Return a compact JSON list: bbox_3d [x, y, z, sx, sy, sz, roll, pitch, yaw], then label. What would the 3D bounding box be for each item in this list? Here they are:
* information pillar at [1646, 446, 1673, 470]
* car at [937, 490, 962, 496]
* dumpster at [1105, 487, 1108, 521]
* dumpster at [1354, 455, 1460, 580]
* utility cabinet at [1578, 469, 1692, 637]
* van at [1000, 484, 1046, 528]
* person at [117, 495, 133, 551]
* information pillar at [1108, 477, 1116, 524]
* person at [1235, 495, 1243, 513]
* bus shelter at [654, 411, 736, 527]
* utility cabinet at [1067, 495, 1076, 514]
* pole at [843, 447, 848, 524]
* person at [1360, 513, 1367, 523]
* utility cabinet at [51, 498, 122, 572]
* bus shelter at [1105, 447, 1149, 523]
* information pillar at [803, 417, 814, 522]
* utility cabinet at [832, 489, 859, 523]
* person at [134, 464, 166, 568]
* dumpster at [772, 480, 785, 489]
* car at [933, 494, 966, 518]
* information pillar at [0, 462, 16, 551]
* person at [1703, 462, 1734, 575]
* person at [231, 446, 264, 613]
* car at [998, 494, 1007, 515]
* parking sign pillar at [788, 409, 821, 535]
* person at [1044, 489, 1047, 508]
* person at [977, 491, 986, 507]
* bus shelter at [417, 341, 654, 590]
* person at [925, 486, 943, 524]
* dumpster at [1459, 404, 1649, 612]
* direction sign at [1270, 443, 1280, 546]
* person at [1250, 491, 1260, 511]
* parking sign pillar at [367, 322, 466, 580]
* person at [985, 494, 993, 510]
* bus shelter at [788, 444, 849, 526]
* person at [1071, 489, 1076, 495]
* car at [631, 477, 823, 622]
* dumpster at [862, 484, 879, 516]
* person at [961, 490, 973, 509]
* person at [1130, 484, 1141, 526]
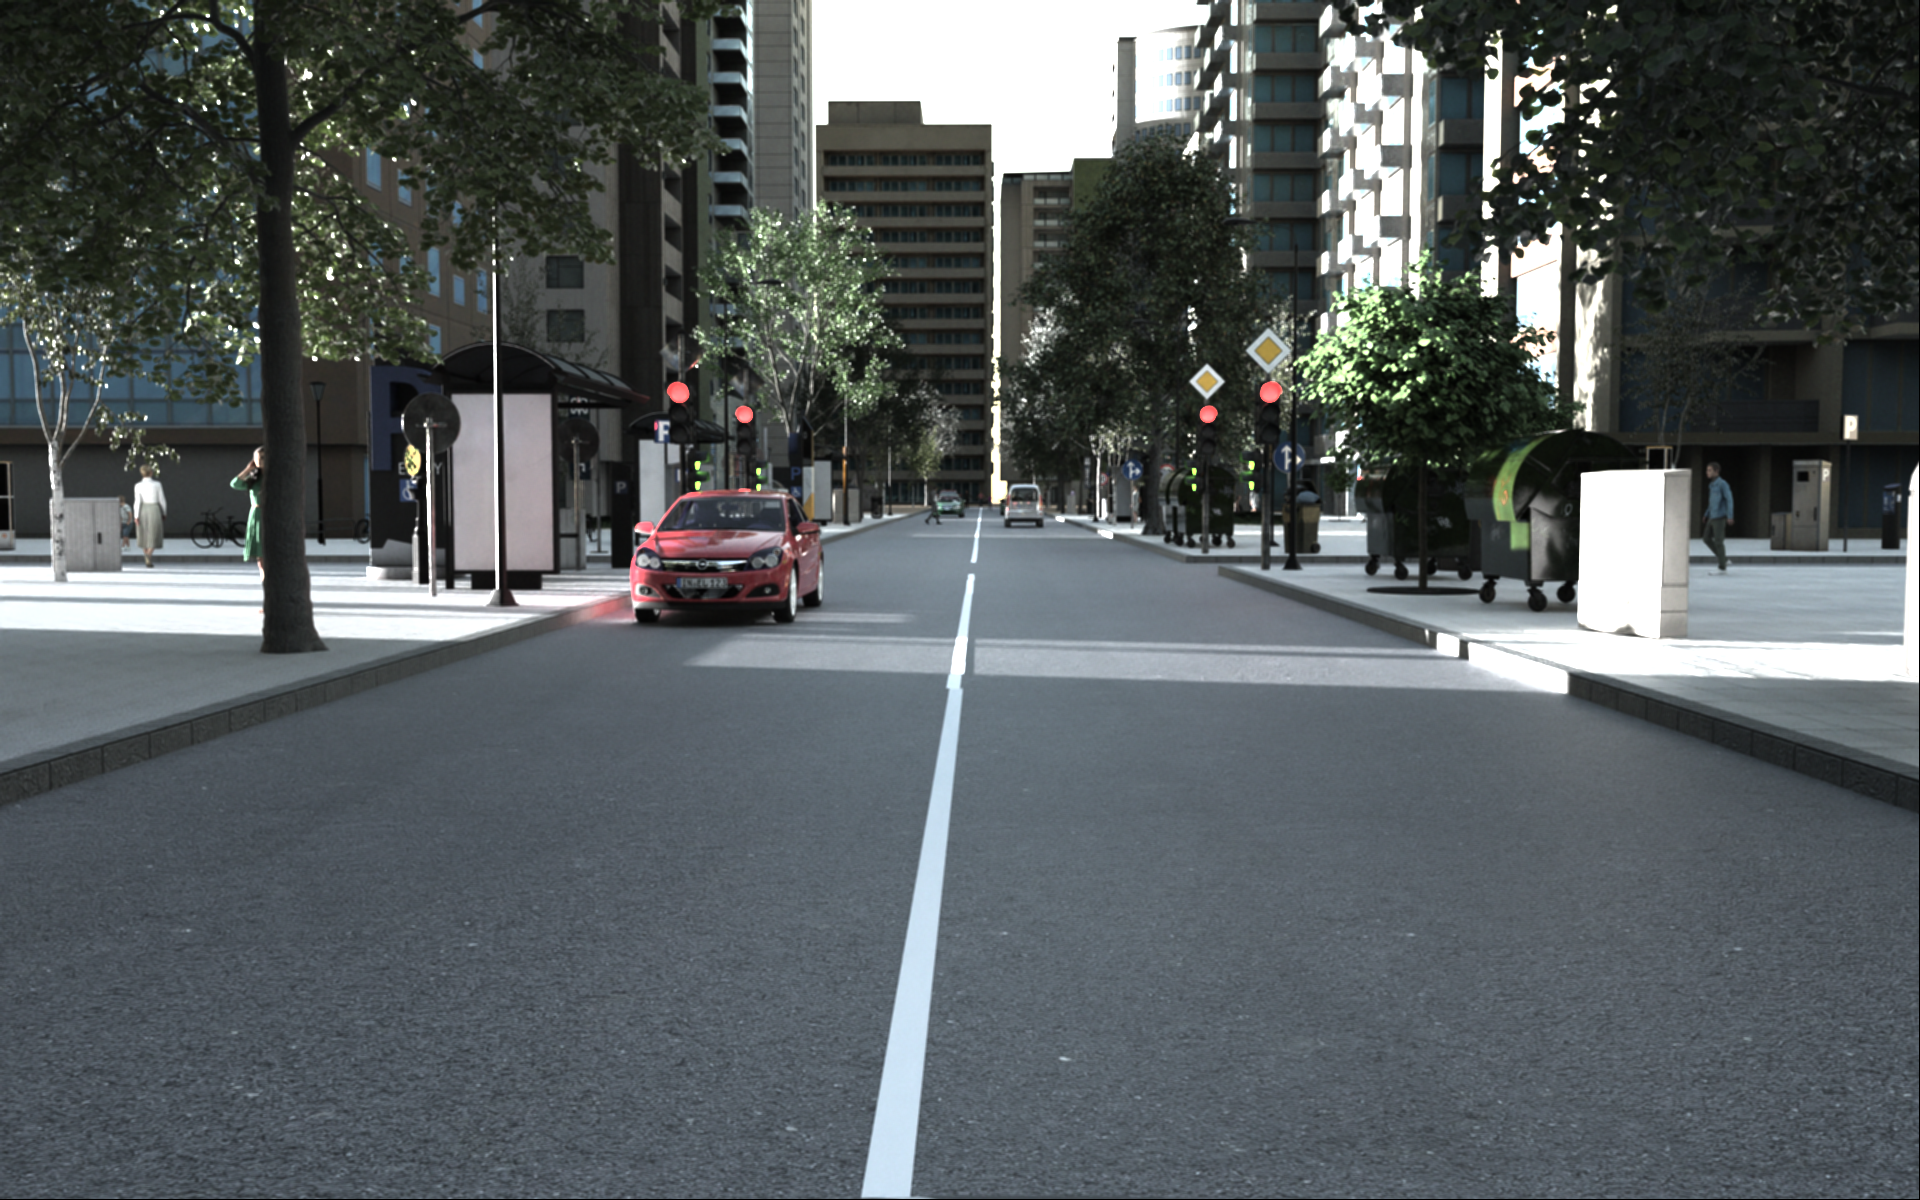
[{"bbox_3d":[10.813,-1.366,26.830,0.304,2.012,0.304,3,4,38],"label":"information pillar"},{"bbox_3d":[-0.999,-8.803,152.608,2.281,1.827,5.304,0,4,-1],"label":"car"},{"bbox_3d":[7.454,-4.592,80.830,1.264,1.857,1.865,0,4,1],"label":"dumpster"},{"bbox_3d":[6.992,-1.469,26.512,1.502,2.255,1.985,0,4,1],"label":"dumpster"},{"bbox_3d":[6.127,-0.435,15.795,0.318,1.500,1.173,-1,4,-15],"label":"utility cabinet"},{"bbox_3d":[2.774,-4.194,75.580,2.013,2.044,4.112,0,4,1],"label":"van"},{"bbox_3d":[-18.857,-1.737,39.119,0.352,1.250,0.332,-1,4,-13],"label":"person"},{"bbox_3d":[6.457,-4.237,73.764,0.304,2.012,0.304,0,4,-3],"label":"information pillar"},{"bbox_3d":[12.817,-4.207,79.494,0.373,1.253,0.362,3,4,39],"label":"person"},{"bbox_3d":[-7.239,-3.136,45.199,2.014,3.302,5.546,0,4,1],"label":"bus shelter"},{"bbox_3d":[7.034,-6.009,109.404,0.306,1.237,1.020,1,4,21],"label":"utility cabinet"},{"bbox_3d":[-4.973,-4.977,75.223,0.158,3.312,0.155,0,3,0],"label":"pole"},{"bbox_3d":[18.265,-4.365,77.288,0.818,1.842,0.514,3,5,44],"label":"person"},{"bbox_3d":[-14.457,-1.071,28.669,1.020,1.237,0.306,-2,4,-26],"label":"utility cabinet"},{"bbox_3d":[7.600,-5.084,77.053,2.014,3.302,5.546,0,4,1],"label":"bus shelter"},{"bbox_3d":[-4.598,-3.736,52.432,0.183,3.616,0.504,-3,5,-39],"label":"information pillar"},{"bbox_3d":[-5.049,-4.149,76.509,1.173,1.500,0.318,-2,4,-26],"label":"utility cabinet"},{"bbox_3d":[-14.085,-1.456,30.074,0.478,1.798,0.641,0,4,-7],"label":"person"},{"bbox_3d":[-7.672,-3.874,69.100,1.264,1.857,1.865,0,4,1],"label":"dumpster"},{"bbox_3d":[-0.681,-5.753,105.857,2.131,1.459,4.920,0,4,2],"label":"car"},{"bbox_3d":[-21.691,-2.132,39.342,0.304,2.012,0.304,-1,4,-14],"label":"information pillar"},{"bbox_3d":[12.083,-1.295,27.553,0.444,1.785,0.601,1,4,9],"label":"person"},{"bbox_3d":[-7.455,-0.756,18.644,0.600,1.795,0.529,0,3,0],"label":"person"},{"bbox_3d":[3.641,-6.459,117.406,2.131,1.459,4.920,0,4,1],"label":"car"},{"bbox_3d":[-5.081,-4.023,54.246,1.447,3.967,1.447,0,4,-1],"label":"parking sign pillar"},{"bbox_3d":[7.771,-9.279,158.278,0.721,1.766,1.217,0,4,-2],"label":"person"},{"bbox_3d":[2.309,-10.853,186.659,1.217,1.743,0.721,2,4,33],"label":"person"},{"bbox_3d":[-6.135,-1.945,25.721,2.014,3.302,5.546,0,4,1],"label":"bus shelter"},{"bbox_3d":[-1.239,-4.496,82.109,0.850,1.850,0.679,0,4,-1],"label":"person"},{"bbox_3d":[6.706,-1.044,19.562,1.502,2.255,1.985,0,4,1],"label":"dumpster"},{"bbox_3d":[7.682,-3.090,42.524,0.379,3.537,0.876,0,4,-3],"label":"direction sign"},{"bbox_3d":[15.037,-5.009,88.697,0.760,1.731,0.466,2,4,26],"label":"person"},{"bbox_3d":[-8.315,-2.320,26.409,1.447,3.967,1.447,0,4,6],"label":"parking sign pillar"},{"bbox_3d":[2.657,-8.583,152.048,0.991,1.433,0.599,0,4,-8],"label":"person"},{"bbox_3d":[-5.859,-4.786,72.175,2.014,3.302,5.546,0,4,1],"label":"bus shelter"},{"bbox_3d":[12.212,-10.993,185.649,0.599,1.838,0.709,-3,4,-36],"label":"person"},{"bbox_3d":[-2.699,-0.713,20.691,2.155,1.783,4.494,0,4,2],"label":"car"},{"bbox_3d":[-5.517,-5.991,103.704,1.264,1.857,1.865,0,4,1],"label":"dumpster"},{"bbox_3d":[0.663,-9.949,171.296,1.348,1.807,0.705,0,4,6],"label":"person"},{"bbox_3d":[7.153,-3.891,70.671,0.522,1.701,0.512,-1,4,-14],"label":"person"}]
